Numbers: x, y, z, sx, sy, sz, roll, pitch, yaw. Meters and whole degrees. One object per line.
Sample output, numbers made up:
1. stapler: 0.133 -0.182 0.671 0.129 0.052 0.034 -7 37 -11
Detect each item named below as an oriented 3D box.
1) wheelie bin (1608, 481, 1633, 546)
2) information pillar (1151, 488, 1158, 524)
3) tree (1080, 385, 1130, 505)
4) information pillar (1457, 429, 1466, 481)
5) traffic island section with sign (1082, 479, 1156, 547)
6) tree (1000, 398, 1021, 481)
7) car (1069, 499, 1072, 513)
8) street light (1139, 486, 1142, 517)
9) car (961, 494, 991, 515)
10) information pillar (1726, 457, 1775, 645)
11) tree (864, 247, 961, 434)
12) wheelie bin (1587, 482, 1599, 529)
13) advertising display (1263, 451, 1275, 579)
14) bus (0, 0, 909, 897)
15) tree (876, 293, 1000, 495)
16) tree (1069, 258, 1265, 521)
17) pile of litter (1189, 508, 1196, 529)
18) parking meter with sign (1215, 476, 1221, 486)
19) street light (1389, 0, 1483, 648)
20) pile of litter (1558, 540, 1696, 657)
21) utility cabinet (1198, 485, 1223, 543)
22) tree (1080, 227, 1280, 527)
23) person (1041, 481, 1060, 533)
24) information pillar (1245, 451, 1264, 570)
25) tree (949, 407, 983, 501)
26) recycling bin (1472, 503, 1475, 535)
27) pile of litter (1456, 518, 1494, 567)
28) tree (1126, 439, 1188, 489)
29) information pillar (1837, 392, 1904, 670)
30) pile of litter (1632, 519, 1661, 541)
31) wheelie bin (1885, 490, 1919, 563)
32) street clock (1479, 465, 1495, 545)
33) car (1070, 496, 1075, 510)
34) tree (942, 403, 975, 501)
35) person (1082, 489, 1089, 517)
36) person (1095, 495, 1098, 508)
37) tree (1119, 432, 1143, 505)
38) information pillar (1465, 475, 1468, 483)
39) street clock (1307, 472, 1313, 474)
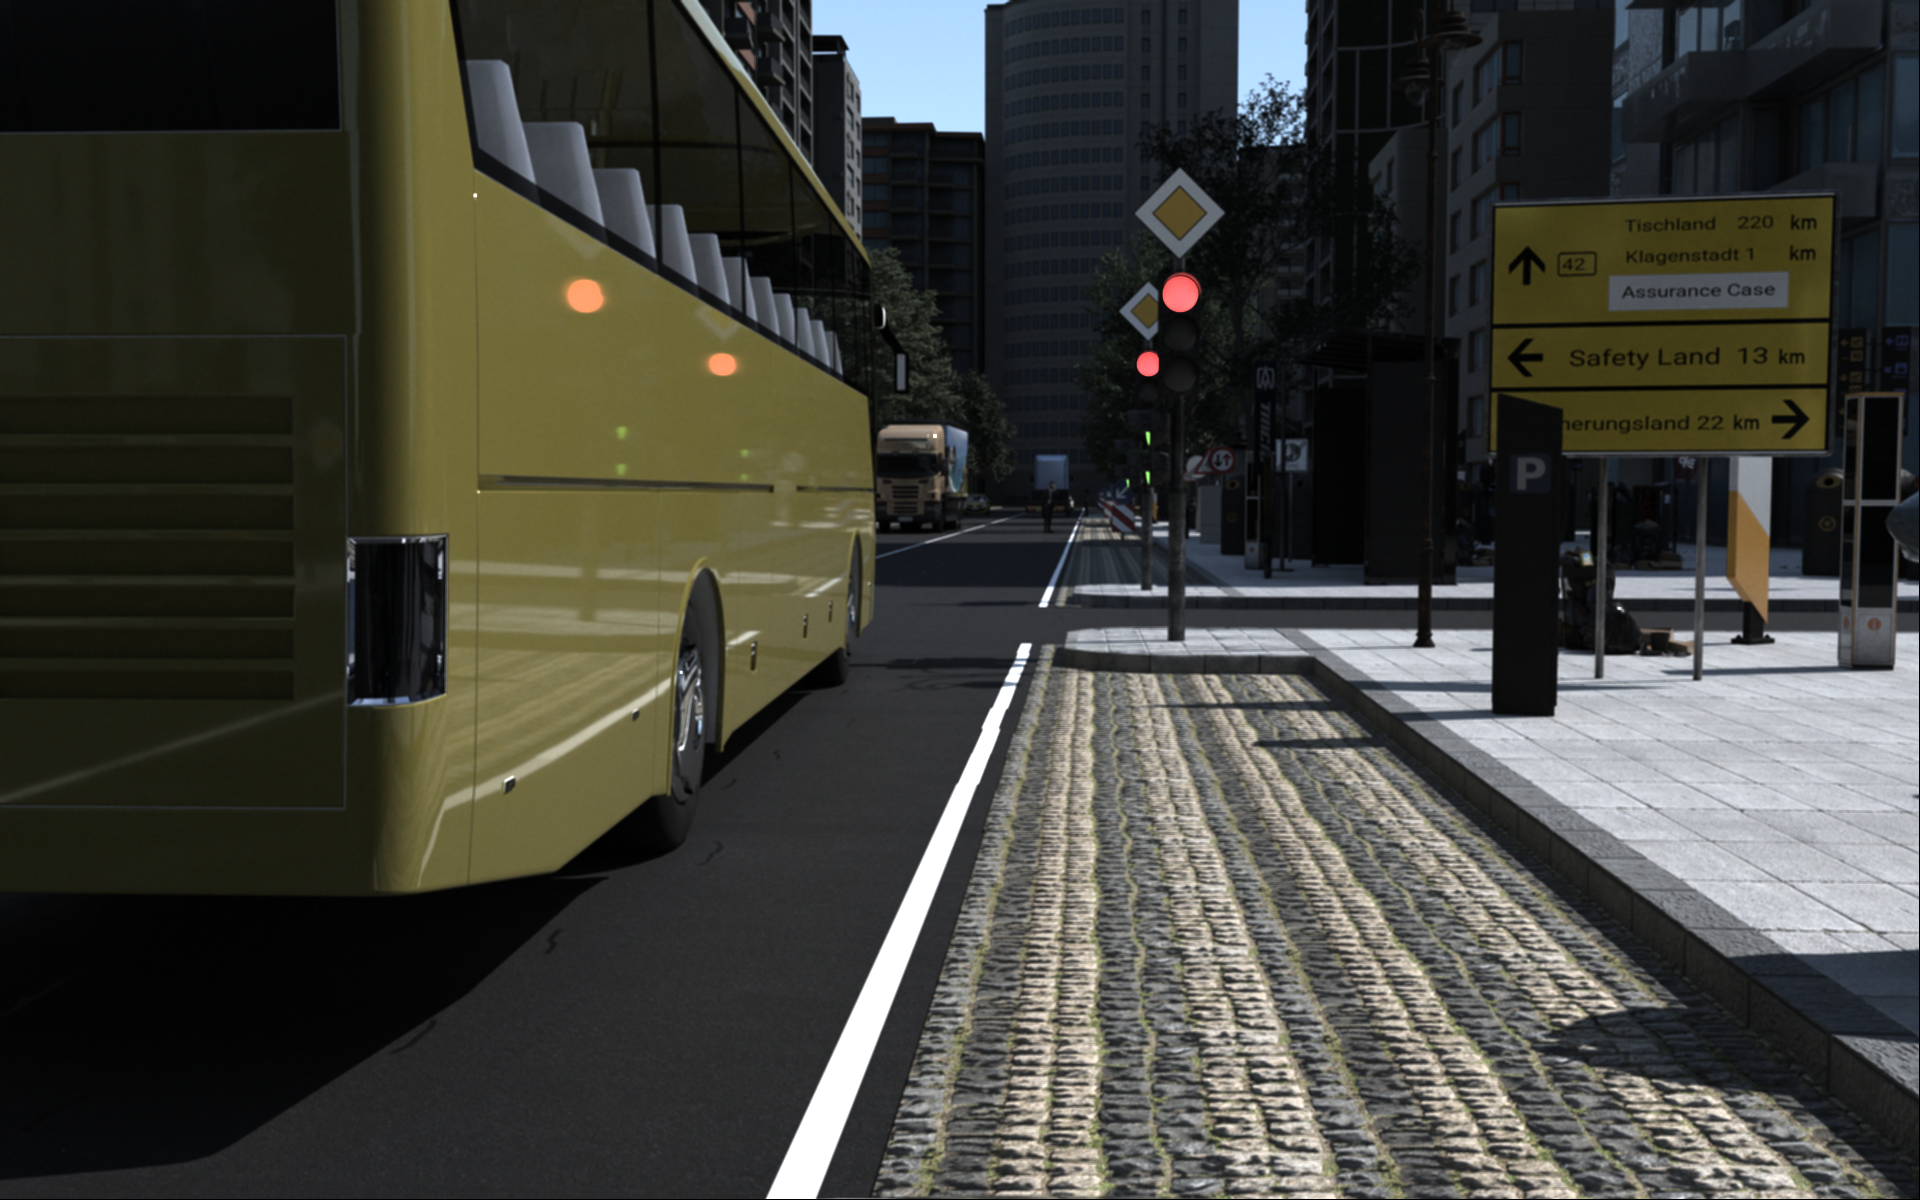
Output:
1. wheelie bin: 16.246 -2.123 42.619 0.693 1.594 0.980 2 4 26
2. information pillar: 8.293 -5.071 74.258 0.183 3.616 0.504 -2 4 -24
3. tree: 13.934 -13.879 145.051 7.486 12.596 7.792 0 3 0
4. information pillar: 17.945 -4.339 62.290 0.504 3.616 0.183 3 5 39
5. traffic island section with sign: 4.360 -2.386 47.637 1.989 1.847 2.006 0 4 4
6. tree: 0.895 -14.693 157.240 9.611 12.733 9.660 0 3 0
7. car: 7.416 -7.352 129.988 2.009 1.686 4.222 0 4 6
8. street light: 10.165 -7.609 97.197 0.468 5.910 1.993 0 4 4
9. car: 1.132 -6.558 117.449 2.015 1.641 3.980 0 4 4
10. information pillar: 6.738 -1.429 14.719 0.504 3.616 0.183 -2 4 -32
11. tree: -3.857 -9.863 79.392 7.486 12.596 7.792 0 3 0
12. wheelie bin: 16.490 -2.228 44.344 0.980 1.594 0.693 -2 4 -33
13. advertising display: 4.743 -1.307 26.584 0.123 1.923 0.974 1 4 13
14. bus: -2.164 -1.117 9.810 2.896 3.916 12.252 0 4 2
15. tree: -3.685 -11.037 97.461 9.611 12.733 9.660 0 3 0
16. tree: 9.843 -10.163 83.177 9.611 12.733 9.660 0 3 0
17. pile of litter: 8.850 -3.092 64.527 1.176 0.858 1.719 0 4 -2
18. parking meter with sign: 11.471 -4.833 75.282 1.738 3.016 0.543 -1 4 -15
19. street light: 3.897 -2.543 14.363 0.468 5.910 1.993 0 4 4
20. pile of litter: 5.403 -0.029 14.432 1.176 0.858 1.719 0 4 -4
21. utility cabinet: 6.804 -2.202 44.684 1.173 1.500 0.318 2 4 35
22. tree: 8.381 -8.607 66.481 9.928 11.665 9.643 0 3 0
23. person: 3.341 -3.422 63.816 0.648 1.900 0.474 -3 4 -36
24. information pillar: 5.052 -1.526 29.435 0.304 2.012 0.304 3 5 44
25. tree: -0.295 -11.987 146.351 4.737 8.622 4.395 0 3 0
26. recycling bin: 14.118 -2.243 49.223 0.722 1.027 0.722 -1 4 -17
27. pile of litter: 9.334 -1.055 31.222 1.719 0.858 1.176 -3 5 -44
28. tree: 13.741 -10.926 128.999 4.737 8.622 4.395 0 3 0
29. information pillar: 6.665 -0.501 12.688 0.304 2.012 0.304 1 4 8
30. pile of litter: 11.721 -0.939 29.322 1.719 0.858 1.176 1 4 21
31. wheelie bin: 2.979 0.204 4.573 0.980 1.594 0.693 1 4 22
32. street clock: 13.253 -2.385 43.572 0.358 2.002 0.471 3 5 40
33. car: 9.339 -8.832 156.764 2.083 1.381 4.827 0 4 5
34. tree: -0.565 -11.220 133.813 4.360 8.622 3.978 0 3 0
35. person: 7.919 -6.139 109.586 0.721 1.735 1.217 -1 4 -11
36. person: 13.282 -9.580 165.851 1.217 1.743 0.721 1 4 22
37. tree: 15.638 -12.645 157.100 4.360 8.622 3.978 0 3 0
38. information pillar: 18.998 -3.730 65.484 0.304 2.012 0.304 2 4 35
39. street clock: 11.457 -3.167 56.353 0.471 2.002 0.358 1 4 16
